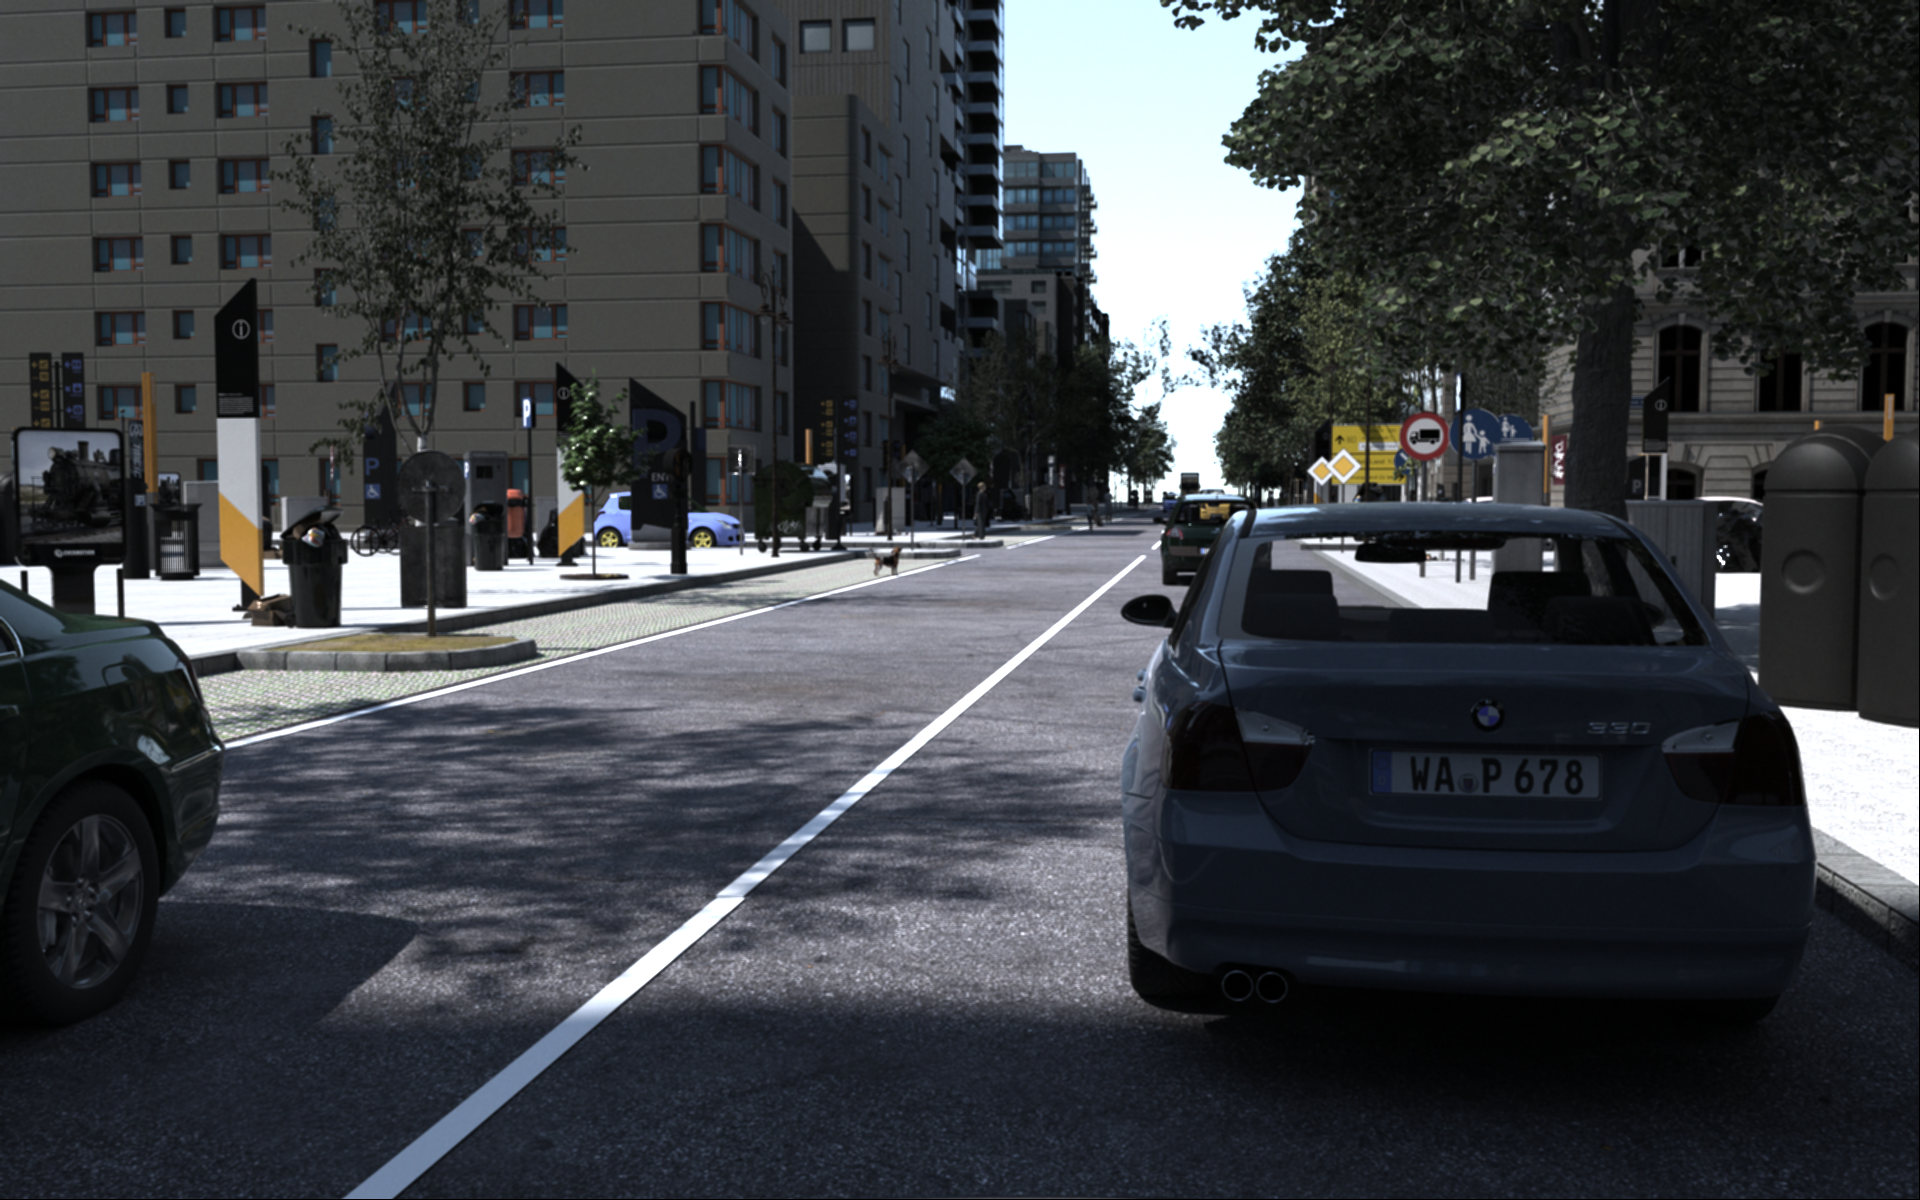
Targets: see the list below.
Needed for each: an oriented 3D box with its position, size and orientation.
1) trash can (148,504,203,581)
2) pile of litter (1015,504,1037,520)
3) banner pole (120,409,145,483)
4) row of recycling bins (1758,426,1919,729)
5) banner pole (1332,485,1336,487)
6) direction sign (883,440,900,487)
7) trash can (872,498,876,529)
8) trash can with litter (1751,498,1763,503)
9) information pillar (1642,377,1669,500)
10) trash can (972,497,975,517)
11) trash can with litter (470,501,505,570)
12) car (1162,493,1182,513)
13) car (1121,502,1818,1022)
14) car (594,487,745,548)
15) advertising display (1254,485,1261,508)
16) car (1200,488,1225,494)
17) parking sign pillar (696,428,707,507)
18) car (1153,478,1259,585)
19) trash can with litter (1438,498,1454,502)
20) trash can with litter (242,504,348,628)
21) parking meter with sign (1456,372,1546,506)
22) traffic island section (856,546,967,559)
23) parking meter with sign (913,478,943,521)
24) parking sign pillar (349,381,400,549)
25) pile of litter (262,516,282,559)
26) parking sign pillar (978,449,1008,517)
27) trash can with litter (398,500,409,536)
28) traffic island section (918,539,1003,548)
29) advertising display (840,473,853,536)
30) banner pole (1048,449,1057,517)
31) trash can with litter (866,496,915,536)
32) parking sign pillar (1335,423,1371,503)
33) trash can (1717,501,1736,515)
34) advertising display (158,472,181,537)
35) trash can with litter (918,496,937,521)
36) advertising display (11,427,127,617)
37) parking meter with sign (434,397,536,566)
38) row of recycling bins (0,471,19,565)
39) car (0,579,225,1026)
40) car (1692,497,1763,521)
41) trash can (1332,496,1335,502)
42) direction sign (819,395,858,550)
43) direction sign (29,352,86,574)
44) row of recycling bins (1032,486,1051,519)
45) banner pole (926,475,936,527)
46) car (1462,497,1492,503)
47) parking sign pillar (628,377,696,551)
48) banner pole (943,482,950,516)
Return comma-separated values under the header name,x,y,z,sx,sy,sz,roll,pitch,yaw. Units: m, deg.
name,x,y,z,sx,sy,sz,roll,pitch,yaw
trash can,-11.692,-0.868,25.851,0.748,1.137,0.748,0,3,0
pile of litter,3.083,-4.455,86.804,1.719,0.858,1.176,-1,4,-13
banner pole,-24.466,-3.742,51.193,0.401,3.779,0.863,3,5,41
row of recycling bins,5.720,-0.132,9.264,1.069,1.692,3.534,-1,4,-18
banner pole,14.278,-4.649,66.032,0.401,3.779,0.863,-1,4,-20
direction sign,-2.871,-4.937,72.717,0.876,3.537,0.379,-3,5,-41
trash can,-2.887,-3.185,63.733,0.748,1.137,0.748,0,3,0
trash can with litter,20.775,-2.023,44.458,0.624,1.170,1.055,-2,4,-28
information pillar,14.003,-2.663,34.897,0.504,3.616,0.183,1,4,8
trash can,1.018,-5.193,96.551,0.748,1.137,0.748,0,3,0
trash can with litter,-8.035,-1.089,29.198,0.624,1.170,1.055,-2,4,-26
car,16.654,-7.648,134.635,1.945,1.707,3.694,1,4,8
car,1.541,0.361,6.094,2.014,1.417,4.499,1,4,9
car,-7.182,-2.039,42.921,3.694,1.707,1.945,1,4,9
advertising display,20.421,-6.955,118.927,0.123,1.923,0.974,-1,4,-10
car,16.623,-6.446,114.062,2.281,1.827,5.304,0,4,8
parking sign pillar,-7.726,-3.825,51.014,1.447,3.967,1.447,-1,4,-9
car,4.193,-1.150,28.590,2.009,1.686,4.222,0,4,7
trash can with litter,13.545,-2.303,49.038,0.624,1.170,1.055,-1,4,-11
trash can with litter,-6.456,-0.327,16.727,1.055,1.170,0.624,1,4,18
parking meter with sign,8.025,-1.748,24.842,1.738,3.016,0.543,1,4,10
traffic island section,-1.104,-1.040,39.290,2.009,0.180,2.903,1,4,8
parking meter with sign,-1.530,-5.387,84.335,1.738,3.016,0.543,2,4,34
parking sign pillar,-13.611,-3.192,40.666,1.447,3.967,1.447,0,4,-2
pile of litter,-13.689,-1.249,34.379,1.719,0.858,1.176,-3,4,-37
parking sign pillar,2.110,-6.721,98.366,1.447,3.967,1.447,-3,4,-37
trash can with litter,-16.482,-2.376,50.234,0.624,1.170,1.055,3,5,42
traffic island section,0.078,-1.523,47.187,2.009,0.180,2.903,1,4,8
advertising display,-3.658,-2.937,53.241,0.974,1.923,0.123,3,5,41
banner pole,5.162,-6.493,96.175,0.401,3.779,0.863,-3,5,-42
trash can with litter,-2.091,-2.641,54.235,1.678,1.210,2.233,1,4,8
parking sign pillar,14.536,-4.616,63.946,1.447,3.967,1.447,1,4,14
trash can,16.050,-1.537,36.776,0.748,1.137,0.748,0,3,0
advertising display,-23.584,-2.822,51.361,0.123,1.923,0.974,2,4,33
trash can with litter,-1.477,-4.304,81.761,0.624,1.170,1.055,3,5,40
advertising display,-8.649,-0.712,16.850,0.974,1.923,0.123,-3,4,-39
parking meter with sign,-8.512,-2.125,31.008,1.738,3.016,0.543,-2,4,-30
row of recycling bins,-18.578,-1.467,31.092,3.534,1.692,1.069,-2,4,-25
car,-3.414,0.509,3.480,2.131,1.459,4.920,0,4,6
car,17.900,-1.683,39.874,4.827,1.381,2.083,1,4,10
trash can,23.122,-5.829,106.964,0.748,1.137,0.748,0,3,0
direction sign,-2.786,-2.921,39.756,0.876,3.537,0.379,0,4,3
direction sign,-14.450,-2.190,27.802,0.876,3.537,0.379,0,4,3
row of recycling bins,4.304,-5.146,91.243,1.069,1.692,3.534,0,4,4
banner pole,-1.207,-4.810,68.658,0.401,3.779,0.863,-1,4,-22
car,12.334,-1.773,41.350,4.827,1.381,2.083,0,4,8
parking sign pillar,-6.935,-3.145,39.899,1.447,3.967,1.447,-1,4,-13
banner pole,-1.010,-6.943,103.542,0.863,3.779,0.401,1,4,21
